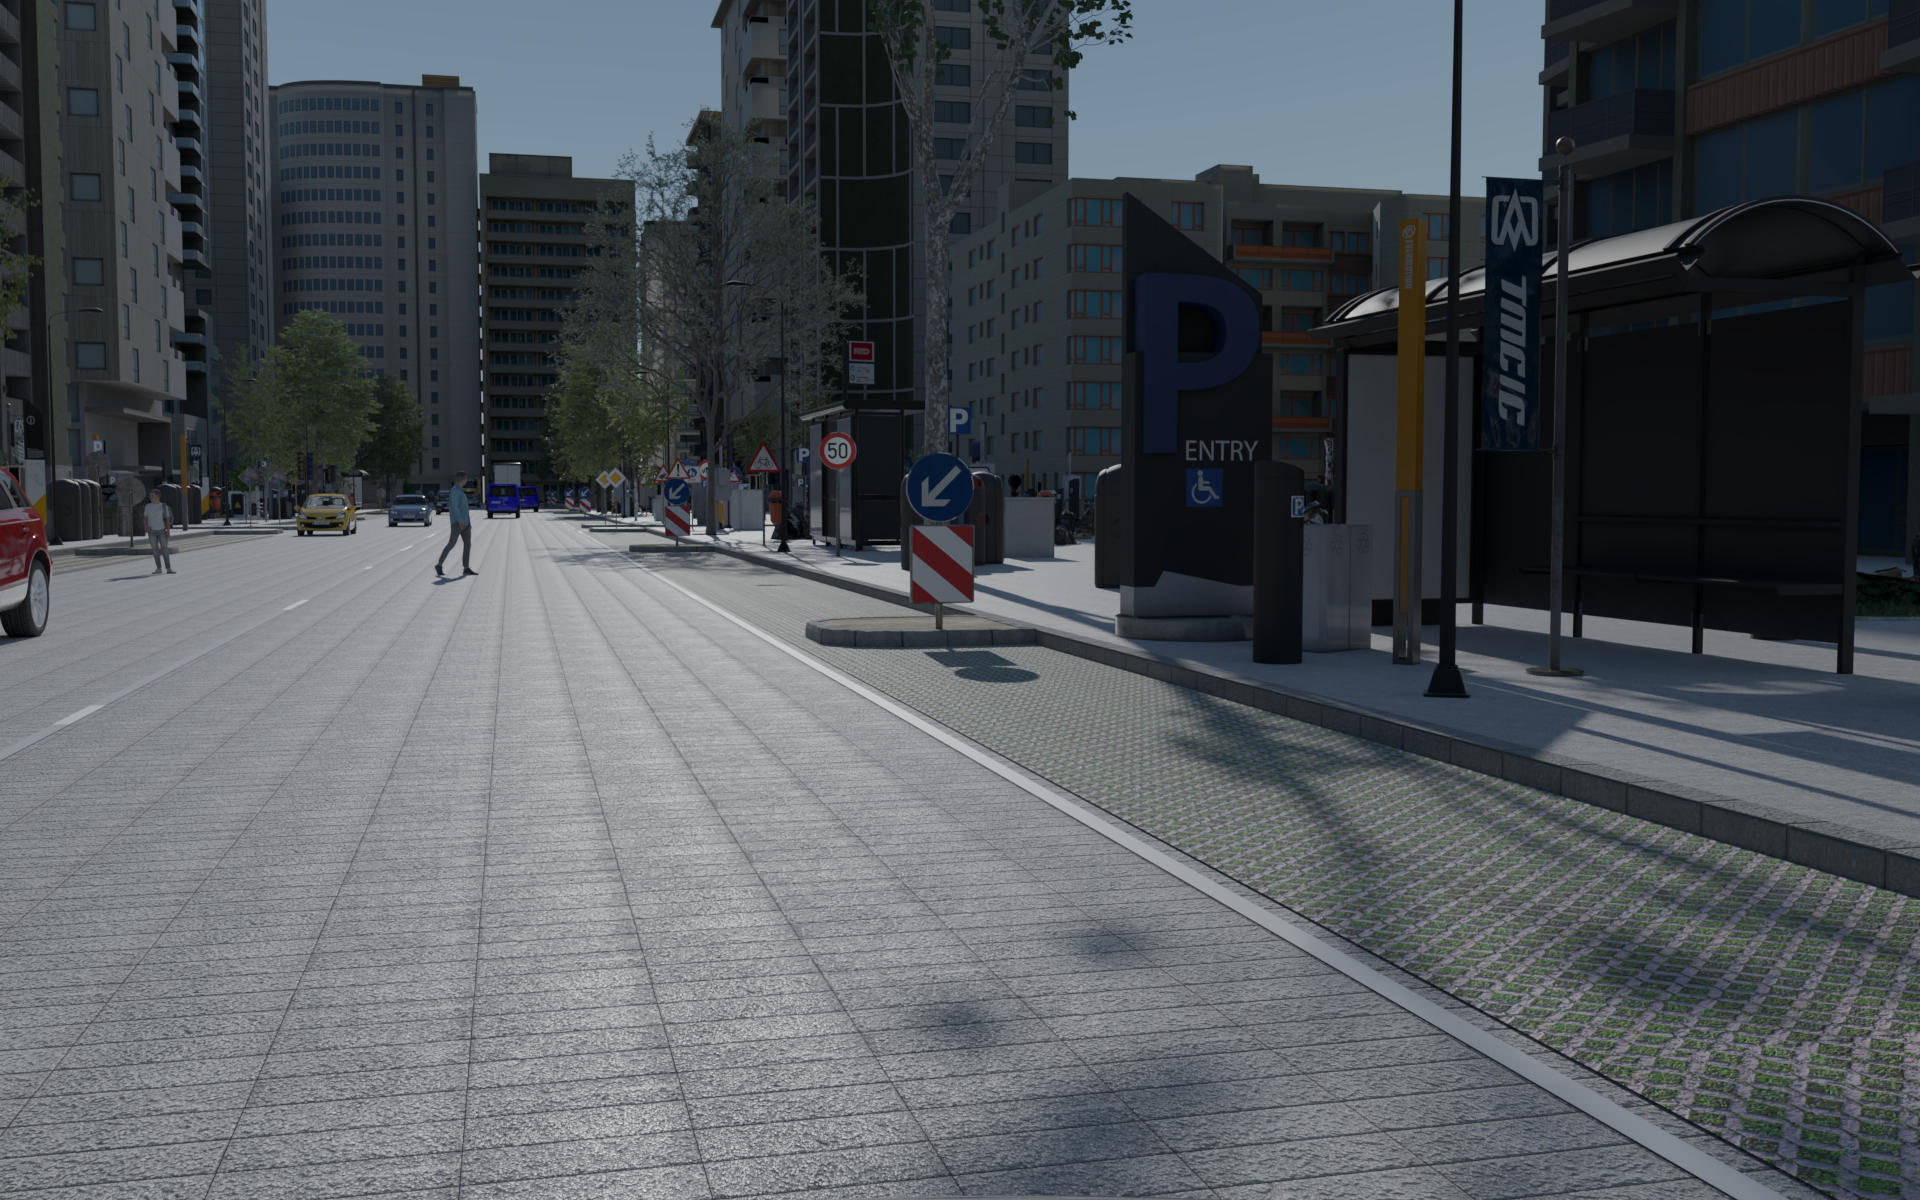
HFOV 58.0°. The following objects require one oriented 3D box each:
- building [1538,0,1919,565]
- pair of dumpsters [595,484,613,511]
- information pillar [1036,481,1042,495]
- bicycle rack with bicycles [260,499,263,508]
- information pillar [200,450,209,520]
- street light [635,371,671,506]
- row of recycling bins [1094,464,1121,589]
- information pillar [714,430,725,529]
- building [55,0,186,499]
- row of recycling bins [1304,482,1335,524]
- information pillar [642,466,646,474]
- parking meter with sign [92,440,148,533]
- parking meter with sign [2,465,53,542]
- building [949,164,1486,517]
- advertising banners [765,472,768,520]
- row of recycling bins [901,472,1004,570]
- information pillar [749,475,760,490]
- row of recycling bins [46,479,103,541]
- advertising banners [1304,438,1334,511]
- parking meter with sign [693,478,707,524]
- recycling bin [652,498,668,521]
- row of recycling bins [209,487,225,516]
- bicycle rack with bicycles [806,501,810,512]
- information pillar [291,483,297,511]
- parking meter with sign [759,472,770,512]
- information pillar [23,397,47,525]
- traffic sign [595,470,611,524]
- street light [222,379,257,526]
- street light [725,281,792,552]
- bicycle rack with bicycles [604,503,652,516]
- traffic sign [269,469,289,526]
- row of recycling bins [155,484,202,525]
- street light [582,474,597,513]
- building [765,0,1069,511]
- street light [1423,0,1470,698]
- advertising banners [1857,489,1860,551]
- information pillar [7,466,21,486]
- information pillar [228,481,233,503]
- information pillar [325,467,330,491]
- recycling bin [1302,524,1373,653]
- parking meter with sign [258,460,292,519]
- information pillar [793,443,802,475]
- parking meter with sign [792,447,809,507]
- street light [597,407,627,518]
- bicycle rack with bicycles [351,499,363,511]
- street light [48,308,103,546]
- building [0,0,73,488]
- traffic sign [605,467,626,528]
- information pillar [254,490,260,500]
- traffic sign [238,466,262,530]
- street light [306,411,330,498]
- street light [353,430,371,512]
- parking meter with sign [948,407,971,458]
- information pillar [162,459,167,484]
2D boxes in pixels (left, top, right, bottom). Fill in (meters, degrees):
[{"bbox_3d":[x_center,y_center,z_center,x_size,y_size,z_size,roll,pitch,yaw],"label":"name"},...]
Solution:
[{"bbox_3d":[25.449,-23.351,36.412,22.147,44.769,28.867,-1,4,-14],"label":"building"},{"bbox_3d":[-26.381,-7.759,129.351,1.574,2.255,4.437,-1,4,-14],"label":"pair of dumpsters"},{"bbox_3d":[4.565,-5.832,99.849,0.304,2.012,0.304,0,4,-8],"label":"information pillar"},{"bbox_3d":[-47.863,-6.626,121.713,2.852,0.926,2.925,0,4,-3],"label":"bicycle rack with bicycles"},{"bbox_3d":[-37.614,-5.799,86.168,0.504,3.616,0.183,1,4,18],"label":"information pillar"},{"bbox_3d":[-11.579,-5.689,65.557,1.470,5.913,1.316,-1,4,-14],"label":"street light"},{"bbox_3d":[3.203,-1.076,24.706,3.534,1.692,1.069,-3,5,-44],"label":"row of recycling bins"},{"bbox_3d":[-8.820,-4.374,62.868,0.504,3.616,0.183,0,4,-3],"label":"information pillar"},{"bbox_3d":[-70.879,-32.514,120.848,28.713,52.752,27.495,-1,4,-14],"label":"building"},{"bbox_3d":[13.569,-3.255,60.334,3.534,1.692,1.069,-1,4,-17],"label":"row of recycling bins"},{"bbox_3d":[-26.331,-9.347,144.183,0.183,3.616,0.504,2,4,27],"label":"information pillar"},{"bbox_3d":[-27.484,-3.705,56.845,0.543,3.016,1.738,2,4,27],"label":"parking meter with sign"},{"bbox_3d":[-25.083,-3.037,45.912,1.738,3.016,0.543,-1,4,-22],"label":"parking meter with sign"},{"bbox_3d":[16.674,-16.316,111.807,28.899,21.520,27.650,-1,4,-14],"label":"building"},{"bbox_3d":[-9.739,-5.504,86.172,0.090,3.025,2.074,0,4,5],"label":"advertising banners"},{"bbox_3d":[-0.140,-1.443,30.701,1.069,1.692,3.534,1,4,21],"label":"row of recycling bins"},{"bbox_3d":[-7.751,-3.727,65.421,0.304,2.012,0.304,1,4,19],"label":"information pillar"},{"bbox_3d":[-24.732,-2.531,48.496,1.069,1.692,3.534,-1,4,-15],"label":"row of recycling bins"},{"bbox_3d":[11.665,-3.719,56.988,0.090,3.025,2.074,-1,4,-23],"label":"advertising banners"},{"bbox_3d":[-10.795,-4.762,74.114,0.543,3.016,1.738,1,4,11],"label":"parking meter with sign"},{"bbox_3d":[-14.192,-4.281,82.545,0.722,1.027,0.722,-1,4,-18],"label":"recycling bin"},{"bbox_3d":[-44.022,-5.773,101.497,1.069,1.692,3.534,1,4,22],"label":"row of recycling bins"},{"bbox_3d":[-7.246,-5.012,95.329,2.852,0.926,2.925,-3,5,-43],"label":"bicycle rack with bicycles"},{"bbox_3d":[-46.032,-7.049,119.747,0.304,2.012,0.304,-1,4,-16],"label":"information pillar"},{"bbox_3d":[-14.255,-7.995,126.978,0.543,3.016,1.738,2,4,25],"label":"parking meter with sign"},{"bbox_3d":[-22.382,-3.090,41.881,0.183,3.616,0.504,2,4,26],"label":"information pillar"},{"bbox_3d":[-14.981,-4.248,73.096,0.795,2.450,0.064,-1,4,-14],"label":"traffic sign"},{"bbox_3d":[-29.079,-5.957,69.933,1.470,5.913,1.316,-1,4,-14],"label":"street light"},{"bbox_3d":[-4.427,-4.006,38.039,1.470,5.913,1.316,-1,4,-14],"label":"street light"},{"bbox_3d":[-19.776,-5.533,103.844,2.925,0.926,2.852,0,4,-6],"label":"bicycle rack with bicycles"},{"bbox_3d":[-27.472,-4.053,69.903,0.795,2.450,0.064,-1,4,-14],"label":"traffic sign"},{"bbox_3d":[-32.839,-4.011,72.698,1.069,1.692,3.534,0,4,-4],"label":"row of recycling bins"},{"bbox_3d":[-25.450,-8.966,119.142,1.470,5.913,1.316,-1,4,-14],"label":"street light"},{"bbox_3d":[-4.234,-42.774,137.613,20.563,71.187,20.611,-1,4,-14],"label":"building"},{"bbox_3d":[2.575,-2.336,10.728,1.470,5.913,1.316,-1,4,-14],"label":"street light"},{"bbox_3d":[12.393,-1.809,25.768,0.090,3.025,2.074,-2,4,-30],"label":"advertising banners"},{"bbox_3d":[-24.688,-2.492,45.243,0.304,2.012,0.304,-2,4,-29],"label":"information pillar"},{"bbox_3d":[-40.755,-5.641,96.727,0.304,2.012,0.304,-1,4,-16],"label":"information pillar"},{"bbox_3d":[-51.397,-9.129,140.617,0.504,3.616,0.183,1,4,14],"label":"information pillar"},{"bbox_3d":[2.934,-0.113,14.399,0.722,1.027,0.722,-3,5,-43],"label":"recycling bin"},{"bbox_3d":[-35.014,-5.651,88.661,1.738,3.016,0.543,1,4,21],"label":"parking meter with sign"},{"bbox_3d":[-7.419,-5.376,79.247,0.183,3.616,0.504,3,4,36],"label":"information pillar"},{"bbox_3d":[-6.066,-4.245,65.667,0.543,3.016,1.738,-1,4,-15],"label":"parking meter with sign"},{"bbox_3d":[-18.488,-7.330,92.392,1.470,5.913,1.316,-1,4,-14],"label":"street light"},{"bbox_3d":[-46.920,-7.240,131.760,2.852,0.926,2.925,1,4,10],"label":"bicycle rack with bicycles"},{"bbox_3d":[-22.086,-4.326,43.265,1.470,5.913,1.316,-1,4,-14],"label":"street light"},{"bbox_3d":[-55.645,-19.439,89.523,14.160,30.474,14.107,-1,4,-14],"label":"building"},{"bbox_3d":[-12.984,-3.775,65.364,0.795,2.450,0.064,-1,4,-14],"label":"traffic sign"},{"bbox_3d":[-54.540,-7.941,134.332,0.304,2.012,0.304,0,4,3],"label":"information pillar"},{"bbox_3d":[-25.475,-3.580,62.171,0.795,2.450,0.064,-1,4,-14],"label":"traffic sign"},{"bbox_3d":[-36.061,-7.626,97.227,1.470,5.913,1.316,-1,4,-14],"label":"street light"},{"bbox_3d":[-43.103,-9.307,124.716,1.470,5.913,1.316,-1,4,-14],"label":"street light"},{"bbox_3d":[-0.379,-2.397,35.459,0.543,3.016,1.738,-2,4,-24],"label":"parking meter with sign"},{"bbox_3d":[-53.349,-7.633,116.160,0.504,3.616,0.183,3,5,44],"label":"information pillar"}]
